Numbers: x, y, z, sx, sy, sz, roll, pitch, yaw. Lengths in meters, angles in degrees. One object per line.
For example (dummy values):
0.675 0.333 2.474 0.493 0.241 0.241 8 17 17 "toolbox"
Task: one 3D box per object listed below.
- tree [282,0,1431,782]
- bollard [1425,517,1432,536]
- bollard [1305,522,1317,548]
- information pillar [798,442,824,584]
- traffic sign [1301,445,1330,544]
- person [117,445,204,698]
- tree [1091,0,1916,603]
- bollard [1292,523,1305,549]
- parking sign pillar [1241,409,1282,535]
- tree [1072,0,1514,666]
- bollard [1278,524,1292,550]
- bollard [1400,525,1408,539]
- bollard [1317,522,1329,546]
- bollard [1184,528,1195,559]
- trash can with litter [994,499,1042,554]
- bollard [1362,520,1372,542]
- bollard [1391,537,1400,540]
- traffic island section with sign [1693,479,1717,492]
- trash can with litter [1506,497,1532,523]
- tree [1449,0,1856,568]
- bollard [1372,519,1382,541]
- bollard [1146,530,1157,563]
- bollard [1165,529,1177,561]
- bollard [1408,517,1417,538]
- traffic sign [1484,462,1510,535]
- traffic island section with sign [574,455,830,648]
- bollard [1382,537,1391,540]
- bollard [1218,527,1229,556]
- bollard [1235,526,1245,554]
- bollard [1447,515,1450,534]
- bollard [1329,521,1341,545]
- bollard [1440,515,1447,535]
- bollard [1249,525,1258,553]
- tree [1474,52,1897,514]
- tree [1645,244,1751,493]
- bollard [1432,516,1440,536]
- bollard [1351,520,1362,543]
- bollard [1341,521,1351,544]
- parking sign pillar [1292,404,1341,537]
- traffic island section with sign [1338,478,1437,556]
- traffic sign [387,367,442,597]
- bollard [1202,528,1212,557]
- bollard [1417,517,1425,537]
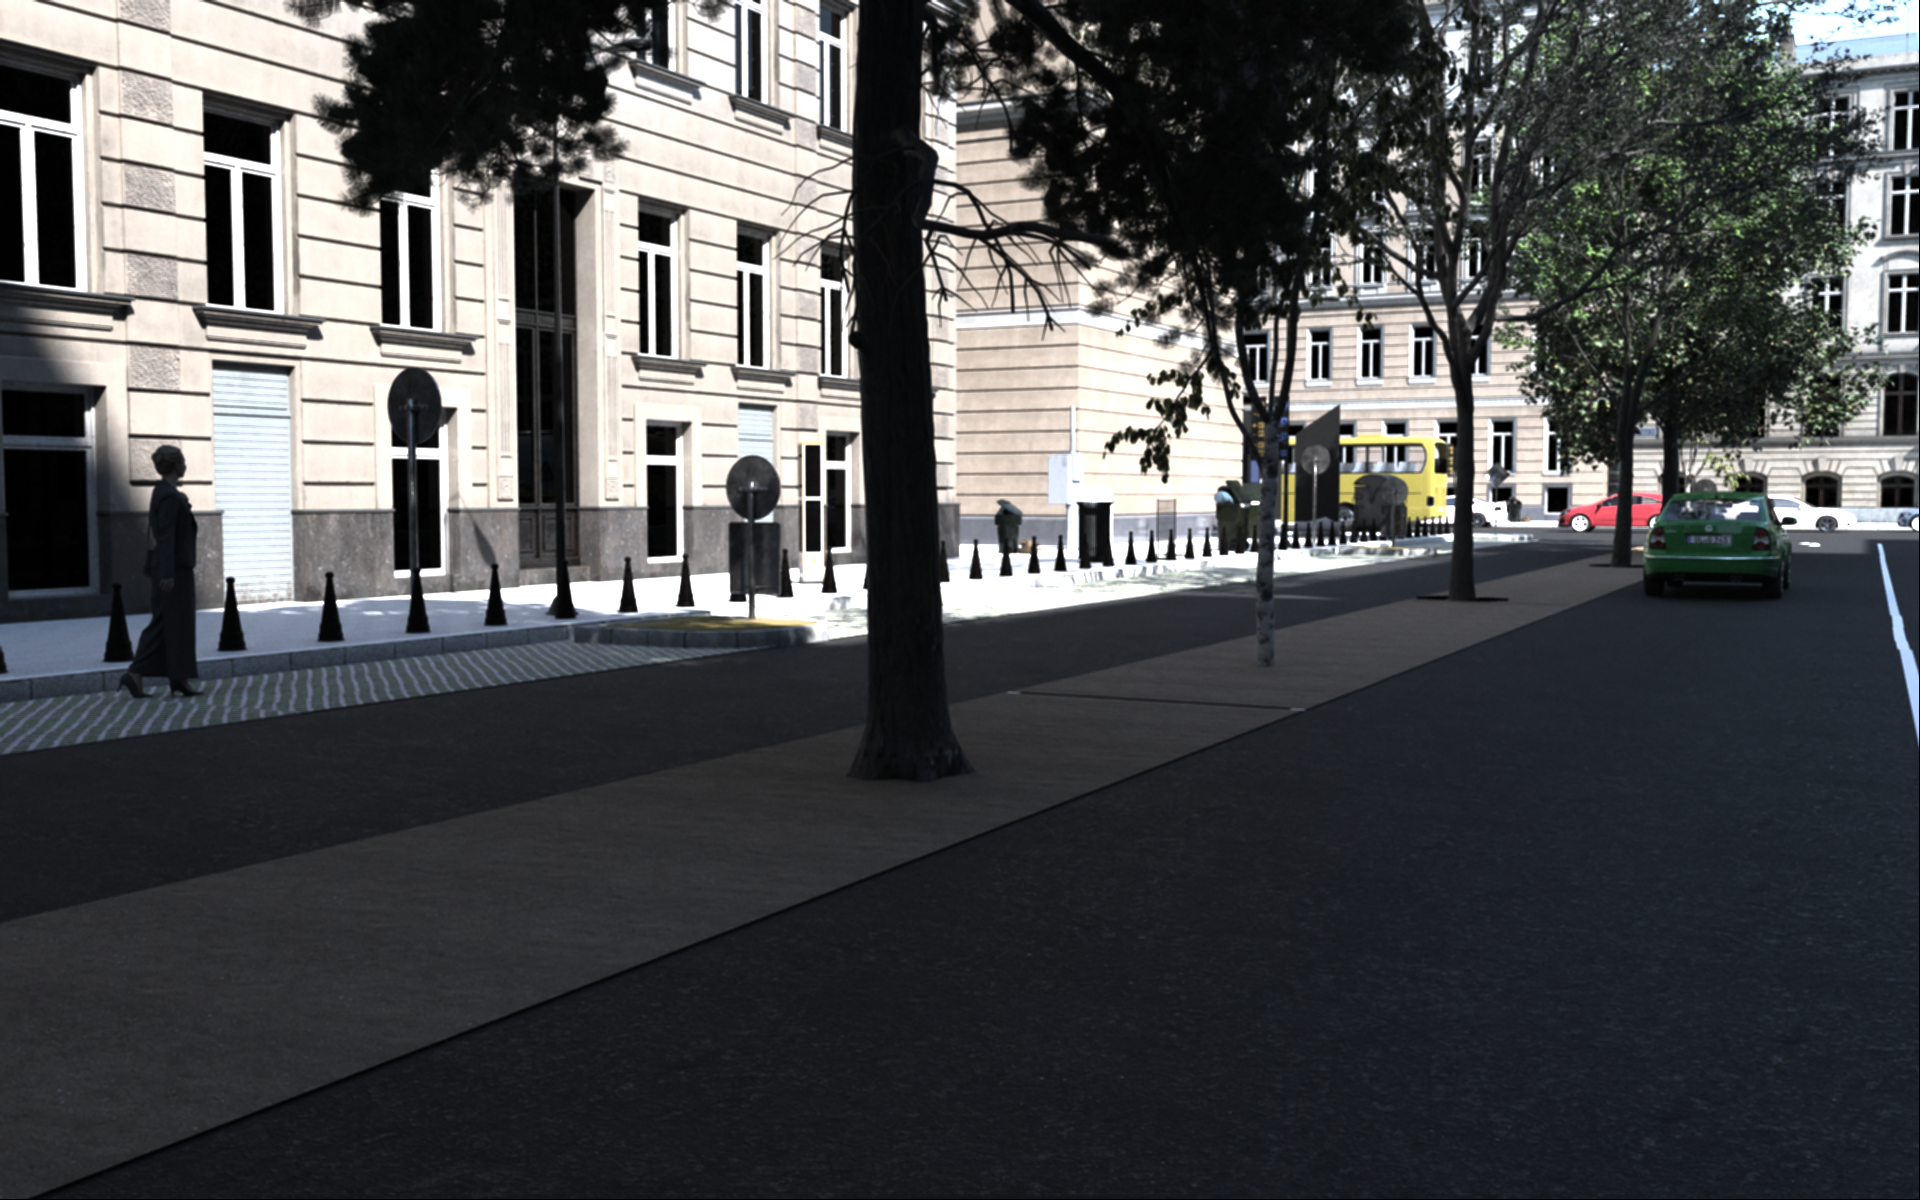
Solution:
-0.340 -5.139 8.542 6.751 12.117 7.091 0 3 0 "tree"
14.116 -2.234 52.566 0.229 0.601 0.229 0 3 0 "bollard"
8.374 -1.564 41.609 0.229 0.601 0.229 0 3 0 "bollard"
-2.129 -1.236 24.700 0.304 2.012 0.304 -1 4 -18 "information pillar"
9.168 -2.731 44.765 0.768 2.556 0.104 2 4 29 "traffic sign"
-5.550 -0.194 12.094 0.576 1.772 0.534 2 4 34 "person"
6.701 -6.721 22.710 12.009 13.543 11.850 0 3 0 "tree"
7.893 -1.508 40.696 0.229 0.601 0.229 0 3 0 "bollard"
9.618 -4.088 55.305 1.447 3.967 1.447 -2 4 -25 "parking sign pillar"
2.625 -3.762 14.324 4.360 8.622 3.978 0 3 0 "tree"
7.414 -1.452 39.780 0.229 0.601 0.229 0 3 0 "bollard"
12.683 -2.066 49.826 0.229 0.601 0.229 0 3 0 "bollard"
8.856 -1.620 42.525 0.229 0.601 0.229 0 3 0 "bollard"
4.552 -1.118 34.318 0.229 0.601 0.229 0 3 0 "bollard"
1.274 -1.582 37.259 1.055 1.170 0.624 2 4 31 "trash can with litter"
10.775 -1.844 46.186 0.229 0.601 0.229 0 3 0 "bollard"
12.204 -2.011 48.917 0.229 0.601 0.229 0 3 0 "bollard"
22.154 -2.663 51.683 2.006 1.907 1.989 2 4 28 "traffic island section with sign"
25.156 -4.067 77.885 1.055 1.170 0.624 0 4 -8 "trash can with litter"
12.975 -6.431 33.359 9.928 11.665 9.643 0 3 0 "tree"
11.249 -1.900 47.098 0.229 0.601 0.229 0 3 0 "bollard"
3.595 -1.006 32.493 0.229 0.601 0.229 0 3 0 "bollard"
4.073 -1.062 33.410 0.229 0.601 0.229 0 3 0 "bollard"
13.158 -2.122 50.737 0.229 0.601 0.229 0 3 0 "bollard"
16.771 -3.090 54.164 0.795 2.450 0.064 2 4 28 "traffic sign"
-2.369 -0.512 16.998 1.989 1.847 2.006 2 4 28 "traffic island section with sign"
11.728 -1.955 48.007 0.229 0.601 0.229 0 3 0 "bollard"
5.508 -1.229 36.141 0.229 0.601 0.229 0 3 0 "bollard"
5.986 -1.285 37.050 0.229 0.601 0.229 0 3 0 "bollard"
15.549 -2.401 55.301 0.229 0.601 0.229 0 3 0 "bollard"
9.333 -1.675 43.435 0.229 0.601 0.229 0 3 0 "bollard"
15.071 -2.345 54.385 0.229 0.601 0.229 0 3 0 "bollard"
6.462 -1.341 37.959 0.229 0.601 0.229 0 3 0 "bollard"
17.404 -7.502 42.131 9.611 12.733 9.660 0 3 0 "tree"
20.600 -5.869 48.781 4.737 8.622 4.395 0 3 0 "tree"
14.598 -2.289 53.473 0.229 0.601 0.229 0 3 0 "bollard"
10.291 -1.787 45.263 0.229 0.601 0.229 0 3 0 "bollard"
9.812 -1.732 44.354 0.229 0.601 0.229 0 3 0 "bollard"
10.798 -3.904 52.309 1.447 3.967 1.447 1 4 16 "parking sign pillar"
10.199 -1.981 41.011 1.989 1.847 2.006 2 4 28 "traffic island section with sign"
-5.509 -1.060 17.434 0.768 2.556 0.104 2 4 31 "traffic sign"
5.028 -1.173 35.228 0.229 0.601 0.229 0 3 0 "bollard"
13.643 -2.178 51.655 0.229 0.601 0.229 0 3 0 "bollard"
